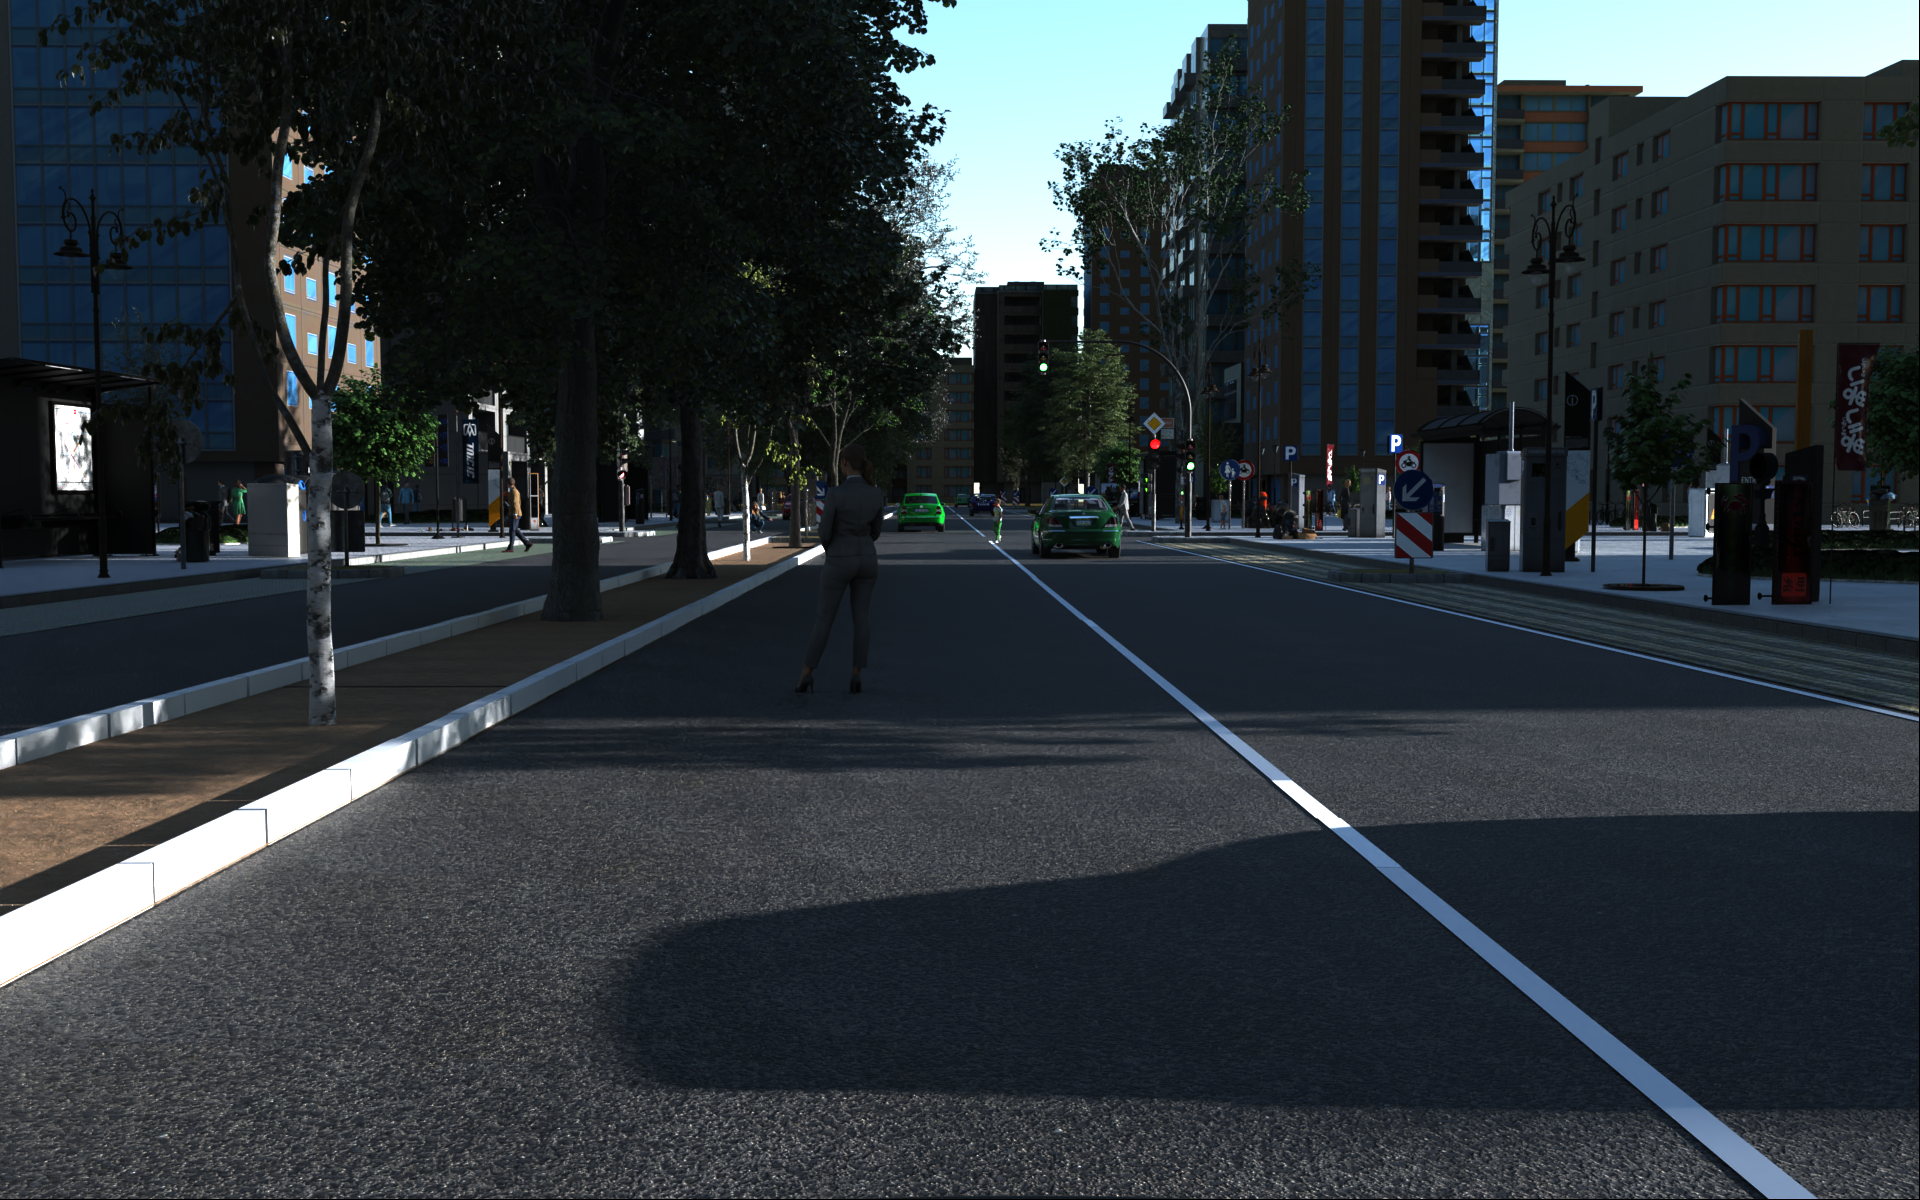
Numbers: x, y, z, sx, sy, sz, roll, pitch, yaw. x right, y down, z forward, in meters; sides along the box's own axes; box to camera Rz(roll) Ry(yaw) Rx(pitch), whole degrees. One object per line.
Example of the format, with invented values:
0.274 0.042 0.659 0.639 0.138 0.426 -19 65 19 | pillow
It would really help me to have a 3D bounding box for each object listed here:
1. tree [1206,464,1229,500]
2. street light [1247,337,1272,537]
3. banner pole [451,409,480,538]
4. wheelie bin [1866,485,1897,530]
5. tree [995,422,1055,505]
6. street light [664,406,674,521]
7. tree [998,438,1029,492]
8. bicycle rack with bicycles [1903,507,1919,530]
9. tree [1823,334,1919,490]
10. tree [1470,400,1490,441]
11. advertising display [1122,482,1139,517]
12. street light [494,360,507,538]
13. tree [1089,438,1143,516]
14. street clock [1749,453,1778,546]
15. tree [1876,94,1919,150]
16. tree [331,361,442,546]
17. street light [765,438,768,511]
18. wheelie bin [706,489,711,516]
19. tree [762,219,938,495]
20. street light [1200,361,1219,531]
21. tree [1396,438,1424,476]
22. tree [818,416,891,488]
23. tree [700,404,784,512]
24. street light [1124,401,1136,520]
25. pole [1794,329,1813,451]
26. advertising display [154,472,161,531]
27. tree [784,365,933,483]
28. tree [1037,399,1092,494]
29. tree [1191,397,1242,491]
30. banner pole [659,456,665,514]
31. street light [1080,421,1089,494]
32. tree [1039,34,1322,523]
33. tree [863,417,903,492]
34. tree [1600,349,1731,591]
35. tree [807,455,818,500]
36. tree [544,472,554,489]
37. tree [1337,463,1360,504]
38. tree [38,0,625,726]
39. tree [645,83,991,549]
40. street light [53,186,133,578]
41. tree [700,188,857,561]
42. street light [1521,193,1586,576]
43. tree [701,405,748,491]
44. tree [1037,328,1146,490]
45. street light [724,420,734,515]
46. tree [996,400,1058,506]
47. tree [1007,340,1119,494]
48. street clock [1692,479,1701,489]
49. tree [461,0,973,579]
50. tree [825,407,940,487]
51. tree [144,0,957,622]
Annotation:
16.330 -7.010 109.219 1.663 3.219 1.824 0 3 0 | tree
8.817 -4.788 51.076 0.468 5.910 1.993 0 4 -1 | street light
-14.547 -3.725 50.914 0.863 3.779 0.401 -1 4 -21 | banner pole
32.315 -3.234 60.783 0.980 1.594 0.693 3 4 38 | wheelie bin
7.671 -15.914 194.609 8.767 10.594 7.601 3 5 41 | tree
-13.968 -6.772 83.513 0.468 5.910 1.993 0 4 -1 | street light
6.735 -15.831 209.194 4.360 8.622 3.978 0 3 0 | tree
28.177 -2.175 48.940 2.925 0.926 2.852 -3 5 -40 | bicycle rack with bicycles
18.181 -2.992 32.635 4.285 4.588 4.351 0 3 0 | tree
38.727 -11.151 132.680 4.360 8.622 3.978 0 3 0 | tree
9.356 -5.502 95.170 0.974 1.923 0.123 -1 4 -21 | advertising display
-13.391 -4.752 50.486 0.468 5.910 1.993 0 4 -1 | street light
9.098 -7.100 99.793 4.285 4.588 4.351 0 3 0 | tree
14.044 -1.574 30.311 0.358 2.002 0.471 -1 4 -14 | street clock
10.701 -5.782 12.663 7.486 12.596 7.792 0 3 0 | tree
-14.502 -3.624 42.970 4.285 4.588 4.351 0 3 0 | tree
-14.720 -9.743 132.083 0.468 5.910 1.993 0 4 -1 | street light
-14.978 -5.722 101.456 0.980 1.594 0.693 3 5 42 | wheelie bin
-4.534 -8.254 63.173 9.928 11.665 9.643 0 3 0 | tree
8.678 -5.359 60.403 0.468 5.910 1.993 0 4 -1 | street light
27.133 -7.207 101.543 4.285 4.588 4.351 0 3 0 | tree
-4.928 -7.836 80.941 4.360 8.622 3.978 0 3 0 | tree
-15.295 -12.644 124.859 7.486 12.596 7.792 0 3 0 | tree
8.302 -6.846 84.716 0.468 5.910 1.993 0 4 -1 | street light
10.498 -1.698 21.603 0.158 3.312 0.155 0 3 0 | pole
-24.203 -2.833 51.538 0.974 1.923 0.123 1 4 19 | advertising display
-5.192 -10.609 94.037 7.486 12.596 7.792 0 3 0 | tree
7.906 -10.899 128.561 4.360 8.622 3.978 0 3 0 | tree
18.713 -10.937 129.184 4.737 8.622 4.395 0 3 0 | tree
-19.140 -7.484 112.383 0.863 3.779 0.401 -1 4 -15 | banner pole
7.865 -8.355 109.397 0.468 5.910 1.993 0 4 -1 | street light
9.436 -13.319 73.652 12.611 20.169 13.585 0 3 0 | tree
-4.903 -8.137 85.865 4.737 8.622 4.395 0 3 0 | tree
9.161 -1.749 23.195 1.663 3.219 1.824 0 3 0 | tree
-17.986 -21.223 202.882 12.611 20.169 13.585 0 3 0 | tree
-20.686 -8.681 92.290 4.737 8.622 4.395 0 3 0 | tree
24.069 -6.815 106.020 1.663 3.219 1.824 0 3 0 | tree
-3.961 -3.539 10.683 4.360 8.622 3.978 0 3 0 | tree
-4.297 -8.085 45.014 12.009 13.543 11.850 0 3 0 | tree
-13.143 -3.280 26.412 0.468 5.910 1.993 0 4 -1 | street light
-4.523 -5.121 36.555 4.737 8.622 4.395 0 3 0 | tree
9.197 -3.316 27.004 0.468 5.910 1.993 0 4 -1 | street light
-15.877 -10.233 117.665 4.360 8.622 3.978 0 3 0 | tree
9.018 -12.247 118.369 7.486 12.596 7.792 0 3 0 | tree
-14.362 -8.244 107.584 0.468 5.910 1.993 0 4 -1 | street light
7.304 -15.593 180.693 9.928 11.665 9.643 0 3 0 | tree
8.656 -14.420 142.429 9.857 13.997 8.962 0 3 0 | tree
25.254 -3.356 59.444 0.358 2.002 0.471 2 4 29 | street clock
-4.555 -6.710 29.168 9.611 12.733 9.660 0 3 0 | tree
-5.495 -10.869 114.583 8.767 10.594 7.601 0 4 -1 | tree
-4.400 -6.740 19.315 9.857 13.997 8.962 0 3 0 | tree
